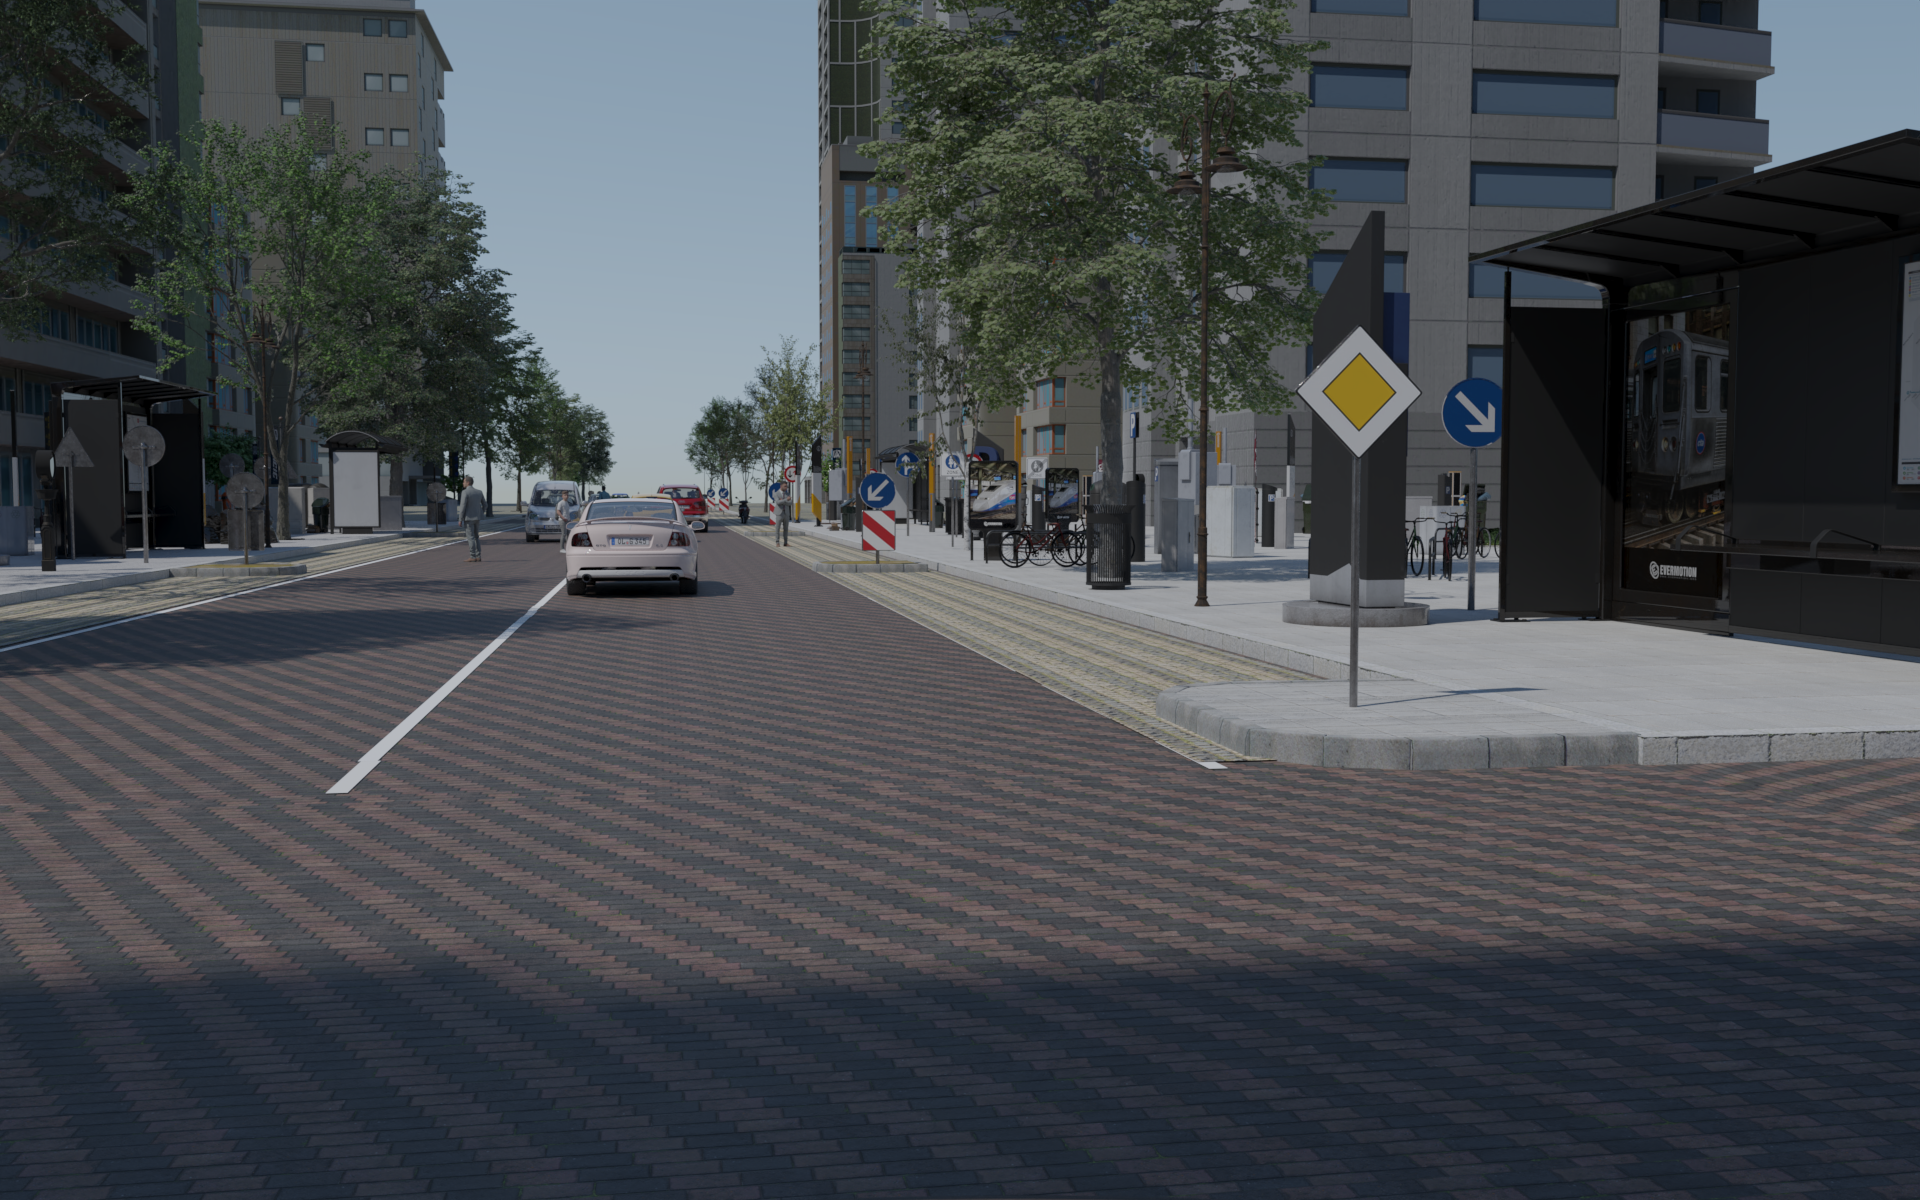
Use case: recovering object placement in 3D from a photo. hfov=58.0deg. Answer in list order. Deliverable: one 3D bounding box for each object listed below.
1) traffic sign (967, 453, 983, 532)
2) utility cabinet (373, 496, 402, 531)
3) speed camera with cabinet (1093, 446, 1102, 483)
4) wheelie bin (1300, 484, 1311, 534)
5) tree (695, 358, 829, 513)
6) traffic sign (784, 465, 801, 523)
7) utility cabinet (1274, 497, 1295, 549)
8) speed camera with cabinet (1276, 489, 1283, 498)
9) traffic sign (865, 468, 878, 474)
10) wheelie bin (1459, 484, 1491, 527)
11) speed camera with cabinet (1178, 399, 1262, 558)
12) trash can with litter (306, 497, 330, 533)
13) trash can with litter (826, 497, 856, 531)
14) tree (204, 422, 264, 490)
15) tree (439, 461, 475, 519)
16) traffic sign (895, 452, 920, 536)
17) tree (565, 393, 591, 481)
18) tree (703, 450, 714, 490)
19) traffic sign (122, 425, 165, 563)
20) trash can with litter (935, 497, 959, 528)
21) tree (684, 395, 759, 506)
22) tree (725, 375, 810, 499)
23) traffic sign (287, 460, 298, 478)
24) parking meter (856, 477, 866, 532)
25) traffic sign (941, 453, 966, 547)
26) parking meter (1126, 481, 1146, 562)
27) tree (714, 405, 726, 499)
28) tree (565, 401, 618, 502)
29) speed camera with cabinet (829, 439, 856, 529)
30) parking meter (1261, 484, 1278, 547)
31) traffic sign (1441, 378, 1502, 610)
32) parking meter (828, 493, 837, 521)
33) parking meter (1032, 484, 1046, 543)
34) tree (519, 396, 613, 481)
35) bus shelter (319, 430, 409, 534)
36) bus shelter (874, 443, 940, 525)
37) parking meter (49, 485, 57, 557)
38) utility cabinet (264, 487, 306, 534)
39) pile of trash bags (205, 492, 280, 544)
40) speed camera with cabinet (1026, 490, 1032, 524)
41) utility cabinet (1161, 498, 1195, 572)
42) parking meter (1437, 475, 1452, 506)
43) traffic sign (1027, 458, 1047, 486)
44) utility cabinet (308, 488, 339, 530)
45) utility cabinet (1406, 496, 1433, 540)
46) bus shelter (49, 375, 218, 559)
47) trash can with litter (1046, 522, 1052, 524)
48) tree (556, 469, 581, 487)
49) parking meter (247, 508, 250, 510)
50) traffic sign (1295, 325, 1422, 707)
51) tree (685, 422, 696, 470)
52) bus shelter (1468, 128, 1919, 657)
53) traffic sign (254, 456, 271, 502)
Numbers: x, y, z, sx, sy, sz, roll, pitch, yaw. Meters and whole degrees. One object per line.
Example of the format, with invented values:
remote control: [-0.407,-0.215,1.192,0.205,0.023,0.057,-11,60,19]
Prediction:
traffic sign: [0.352,-3.303,54.106,0.768,2.556,0.104,0,4,-7]
utility cabinet: [-20.289,-3.063,61.248,1.020,1.237,0.306,-2,4,-35]
speed camera with cabinet: [6.003,-4.698,71.148,0.660,3.252,2.038,-1,4,-11]
wheelie bin: [11.402,-2.925,55.734,0.980,1.594,0.693,3,4,37]
tree: [-13.435,-11.320,119.498,8.767,10.594,7.601,-1,4,-11]
traffic sign: [-7.415,-4.691,76.800,0.768,2.556,0.104,0,4,-1]
utility cabinet: [7.640,-1.813,40.809,0.306,1.237,1.020,1,4,21]
speed camera with cabinet: [8.612,-3.516,51.816,2.038,3.252,0.660,0,4,8]
traffic sign: [-4.380,-5.250,85.943,0.768,2.556,0.104,-1,4,-10]
wheelie bin: [16.199,-2.844,54.405,0.980,1.594,0.693,0,3,0]
speed camera with cabinet: [5.252,-2.518,35.502,0.660,3.252,2.038,-2,4,-25]
trash can with litter: [-21.082,-2.788,56.973,0.624,1.170,1.055,0,4,4]
trash can with litter: [-4.090,-2.998,60.397,1.055,1.170,0.624,-2,4,-23]
tree: [-33.298,-5.817,78.822,4.285,4.588,4.351,0,3,0]
tree: [-25.825,-5.733,88.334,1.663,3.219,1.824,0,3,0]
traffic sign: [-1.584,-3.219,52.738,0.768,2.556,0.104,0,4,-4]
tree: [-40.604,-15.565,172.610,7.486,12.596,7.792,0,3,0]
tree: [-28.149,-15.415,202.390,4.360,8.622,3.978,0,3,0]
traffic sign: [-15.121,-1.957,32.102,0.768,2.556,0.104,0,4,-4]
trash can with litter: [-0.612,-3.278,64.986,1.055,1.170,0.624,0,4,2]
tree: [-24.325,-15.689,182.268,9.928,11.665,9.643,0,3,0]
tree: [-10.950,-9.400,104.051,4.360,8.622,3.978,0,3,0]
traffic sign: [-22.976,-3.606,58.966,0.884,2.594,0.081,-1,4,-8]
parking meter: [-3.327,-3.234,58.590,0.399,1.863,0.255,0,4,0]
traffic sign: [-0.178,-2.433,41.914,0.606,2.300,0.079,0,4,-3]
parking meter: [3.318,-1.487,32.716,0.372,1.533,0.369,0,3,0]
tree: [-16.207,-11.043,130.915,4.360,8.622,3.978,0,3,0]
tree: [-51.941,-20.304,238.629,9.857,13.997,8.962,0,3,0]
speed camera with cabinet: [-4.045,-4.209,63.159,0.660,3.252,2.038,2,4,25]
parking meter: [7.479,-2.046,41.863,0.372,1.533,0.369,0,3,0]
traffic sign: [5.645,-1.159,19.051,0.768,2.556,0.104,0,4,-2]
parking meter: [-6.175,-4.777,83.814,0.399,1.863,0.255,2,4,33]
parking meter: [2.061,-2.252,45.224,0.372,1.533,0.369,0,3,0]
tree: [-37.290,-13.683,158.136,8.767,10.594,7.601,2,4,30]
bus shelter: [-19.749,-3.899,57.680,2.014,3.302,5.546,-1,4,-10]
bus shelter: [-2.197,-4.739,71.407,2.014,3.302,5.546,-1,4,-10]
parking meter: [-18.420,-1.820,35.471,0.399,1.863,0.255,1,4,20]
utility cabinet: [-21.450,-2.835,55.028,1.173,1.500,0.318,0,4,-1]
pile of trash bags: [-19.494,-2.166,45.173,3.447,1.369,1.912,1,4,21]
speed camera with cabinet: [2.309,-4.976,75.685,2.038,3.252,0.660,2,4,27]
utility cabinet: [3.651,-1.088,28.951,0.306,1.237,1.020,2,4,23]
parking meter: [14.579,-2.839,52.134,0.399,1.863,0.255,-3,5,-39]
traffic sign: [2.162,-2.849,48.710,0.606,2.300,0.079,-1,4,-10]
utility cabinet: [-22.500,-3.219,61.313,0.318,1.500,1.173,2,4,31]
utility cabinet: [12.641,-2.274,48.343,1.020,1.237,0.306,-1,4,-11]
bus shelter: [-17.550,-2.804,37.133,1.731,3.624,6.357,-1,4,-10]
trash can with litter: [3.868,-3.798,73.487,0.624,1.170,1.055,-1,4,-14]
tree: [-41.114,-12.057,180.840,4.285,4.588,4.351,0,3,0]
parking meter: [-27.885,-3.618,67.567,0.372,1.533,0.369,0,3,0]
traffic sign: [2.367,-0.411,10.370,0.795,2.450,0.064,-1,4,-10]
tree: [-23.446,-14.411,170.037,7.601,10.594,8.767,-1,4,-16]
bus shelter: [6.403,-1.413,14.386,1.731,3.624,6.357,-1,4,-10]
traffic sign: [-23.370,-3.558,58.283,0.768,2.556,0.104,0,4,-3]
